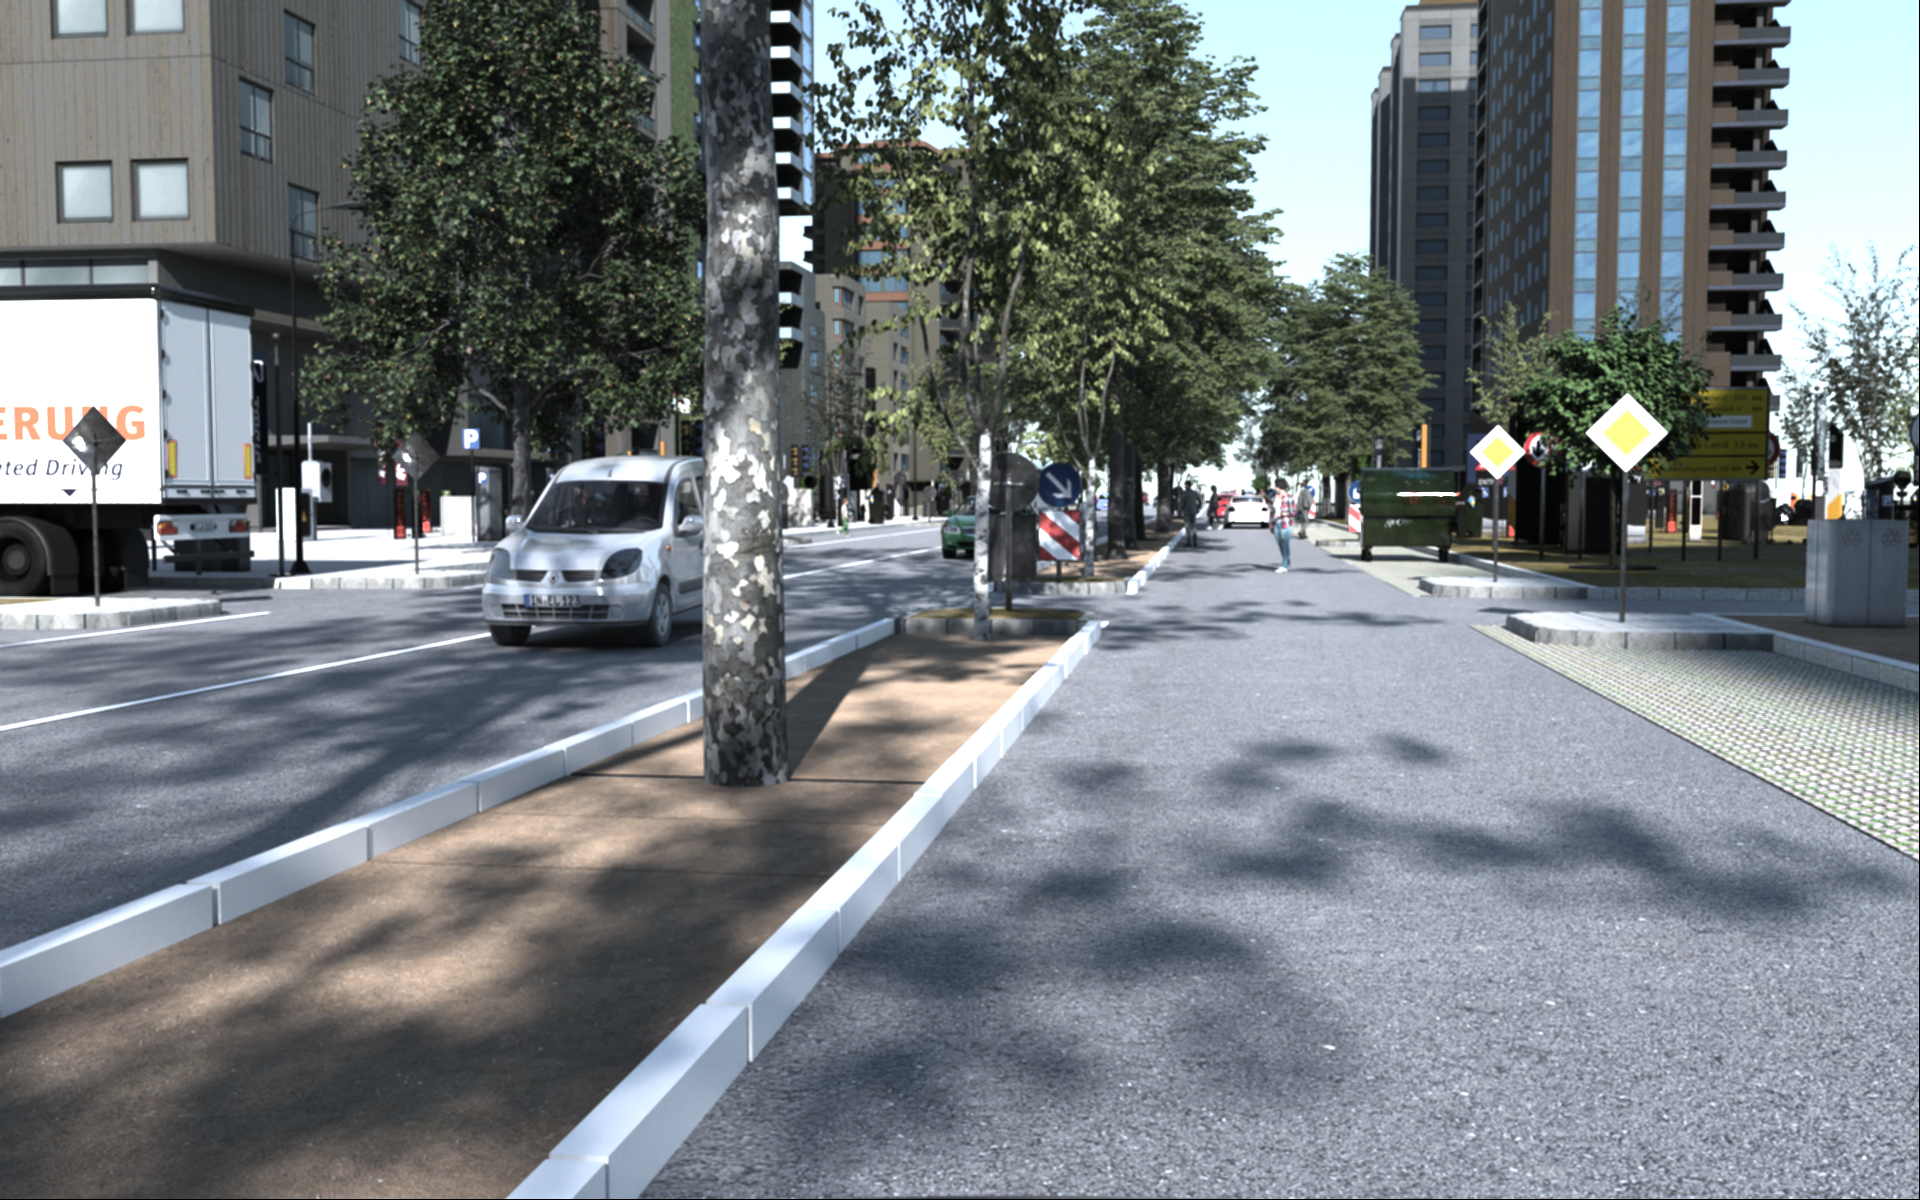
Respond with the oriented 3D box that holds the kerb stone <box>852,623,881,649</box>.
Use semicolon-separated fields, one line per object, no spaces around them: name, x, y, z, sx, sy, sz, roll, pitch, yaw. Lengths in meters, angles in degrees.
kerb stone;-0.924;0.358;16.350;0.120;0.150;1.000;1;4;8

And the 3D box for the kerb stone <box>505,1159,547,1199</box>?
kerb stone;-0.813;1.184;2.843;0.120;0.150;1.000;1;4;8

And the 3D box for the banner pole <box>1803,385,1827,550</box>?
banner pole;19.896;-3.065;40.137;0.863;3.779;0.401;-3;5;-44

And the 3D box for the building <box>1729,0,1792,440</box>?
building;44.994;-28.412;114.652;14.600;45.320;14.200;1;4;8

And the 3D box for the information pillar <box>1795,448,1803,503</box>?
information pillar;42.609;-5.907;87.928;0.504;3.616;0.183;-2;4;-34

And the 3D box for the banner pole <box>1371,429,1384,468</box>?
banner pole;15.869;-4.650;66.048;0.401;3.779;0.863;-2;4;-26

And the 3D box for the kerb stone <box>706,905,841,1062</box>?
kerb stone;-0.510;1.060;4.870;0.120;0.150;1.000;1;4;8

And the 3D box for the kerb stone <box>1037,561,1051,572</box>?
kerb stone;1.580;-0.670;33.181;0.120;0.150;1.000;1;4;8

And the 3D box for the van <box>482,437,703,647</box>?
van;-3.425;-0.649;17.624;2.013;2.044;4.112;0;4;7

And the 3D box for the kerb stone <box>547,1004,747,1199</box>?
kerb stone;-0.667;1.122;3.859;0.120;0.150;1.000;1;4;8

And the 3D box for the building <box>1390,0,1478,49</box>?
building;62.826;-40.886;210.492;21.231;58.520;28.212;1;4;8

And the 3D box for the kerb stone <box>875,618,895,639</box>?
kerb stone;-0.781;0.296;17.363;0.120;0.150;1.000;1;4;8

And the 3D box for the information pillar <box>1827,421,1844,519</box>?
information pillar;28.132;-3.934;55.679;0.183;3.616;0.504;-2;4;-25

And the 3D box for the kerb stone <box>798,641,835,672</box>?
kerb stone;-1.224;0.482;14.322;0.120;0.150;1.000;1;4;8

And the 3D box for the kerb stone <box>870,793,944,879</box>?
kerb stone;-0.210;0.941;6.901;0.120;0.150;1.000;1;4;8

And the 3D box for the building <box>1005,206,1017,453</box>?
building;-3.663;-36.083;244.576;22.147;44.769;28.867;1;4;8

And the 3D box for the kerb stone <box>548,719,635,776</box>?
kerb stone;-1.979;0.791;9.264;0.120;0.150;1.000;1;4;8

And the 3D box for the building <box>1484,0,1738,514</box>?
building;47.447;-29.266;128.617;14.600;45.320;14.200;1;4;8

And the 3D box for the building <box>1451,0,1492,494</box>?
building;52.916;-43.220;144.899;20.563;71.187;20.611;1;4;8

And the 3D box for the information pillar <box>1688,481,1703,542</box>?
information pillar;19.638;-2.554;46.246;0.304;2.012;0.304;1;4;15

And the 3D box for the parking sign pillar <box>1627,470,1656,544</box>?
parking sign pillar;17.151;-3.460;45.048;1.447;3.967;1.447;0;4;-2

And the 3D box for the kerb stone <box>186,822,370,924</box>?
kerb stone;-2.429;0.977;6.223;0.120;0.150;1.000;1;4;8

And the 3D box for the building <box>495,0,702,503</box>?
building;-22.693;-25.004;92.403;14.154;41.232;14.086;1;4;8

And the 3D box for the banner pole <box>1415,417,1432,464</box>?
banner pole;15.106;-4.061;56.414;0.401;3.779;0.863;-2;4;-27

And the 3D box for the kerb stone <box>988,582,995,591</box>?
kerb stone;0.509;-0.236;26.059;0.120;0.150;1.000;1;4;8

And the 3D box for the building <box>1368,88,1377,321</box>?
building;67.061;-42.604;238.573;21.231;58.520;28.212;1;4;8

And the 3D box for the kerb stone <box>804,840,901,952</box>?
kerb stone;-0.360;1.001;5.889;0.120;0.150;1.000;1;4;8

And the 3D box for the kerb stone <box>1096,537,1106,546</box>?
kerb stone;3.988;-1.663;49.387;0.120;0.150;1.000;1;4;8

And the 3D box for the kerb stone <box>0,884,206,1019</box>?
kerb stone;-2.585;1.040;5.196;0.120;0.150;1.000;1;4;8

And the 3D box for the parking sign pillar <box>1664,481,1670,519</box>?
parking sign pillar;36.642;-6.254;90.731;1.447;3.967;1.447;-3;4;-38

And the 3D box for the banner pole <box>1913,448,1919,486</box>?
banner pole;37.364;-4.734;67.415;0.401;3.779;0.863;0;4;-6

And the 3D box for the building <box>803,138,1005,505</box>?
building;-7.447;-34.335;216.008;22.147;44.769;28.867;1;4;8

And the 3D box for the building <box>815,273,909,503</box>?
building;-20.667;-18.795;152.330;27.650;21.520;28.899;1;4;8

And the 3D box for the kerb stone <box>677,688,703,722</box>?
kerb stone;-1.672;0.668;11.286;0.120;0.150;1.000;1;4;8

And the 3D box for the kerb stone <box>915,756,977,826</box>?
kerb stone;-0.064;0.875;7.912;0.120;0.150;1.000;1;4;8

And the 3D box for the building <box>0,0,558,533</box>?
building;-33.228;-29.072;64.560;28.713;52.752;27.495;1;4;8

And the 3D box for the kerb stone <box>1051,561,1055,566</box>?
kerb stone;1.719;-0.733;34.198;0.120;0.150;1.000;1;4;8

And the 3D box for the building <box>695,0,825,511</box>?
building;-21.963;-49.378;120.001;22.319;86.520;31.000;1;4;8

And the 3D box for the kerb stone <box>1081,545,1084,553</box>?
kerb stone;3.235;-1.351;44.333;0.120;0.150;1.000;1;4;8

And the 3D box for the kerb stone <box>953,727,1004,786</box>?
kerb stone;0.090;0.812;8.923;0.120;0.150;1.000;1;4;8

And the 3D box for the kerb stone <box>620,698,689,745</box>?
kerb stone;-1.831;0.731;10.276;0.120;0.150;1.000;1;4;8

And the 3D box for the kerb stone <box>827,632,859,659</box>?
kerb stone;-1.083;0.420;15.336;0.120;0.150;1.000;1;4;8

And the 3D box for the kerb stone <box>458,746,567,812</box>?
kerb stone;-2.131;0.855;8.250;0.120;0.150;1.000;1;4;8

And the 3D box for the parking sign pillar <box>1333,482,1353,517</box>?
parking sign pillar;21.200;-6.506;94.845;1.447;3.967;1.447;-1;4;-19

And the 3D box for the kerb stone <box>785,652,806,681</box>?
kerb stone;-1.377;0.543;13.311;0.120;0.150;1.000;1;4;8

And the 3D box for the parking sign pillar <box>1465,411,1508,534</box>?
parking sign pillar;16.938;-4.110;55.663;1.447;3.967;1.447;3;5;43

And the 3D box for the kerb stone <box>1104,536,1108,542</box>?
kerb stone;4.127;-1.722;50.401;0.120;0.150;1.000;1;4;8

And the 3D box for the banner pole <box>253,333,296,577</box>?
banner pole;-10.833;-2.260;26.962;0.863;3.779;0.401;0;4;-3

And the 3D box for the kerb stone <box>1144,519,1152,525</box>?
kerb stone;9.099;-3.770;83.837;0.120;0.150;1.000;1;4;8

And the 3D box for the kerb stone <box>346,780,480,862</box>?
kerb stone;-2.286;0.919;7.236;0.120;0.150;1.000;1;4;8

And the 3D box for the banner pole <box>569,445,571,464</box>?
banner pole;-13.486;-4.276;59.934;0.401;3.779;0.863;-1;4;-16

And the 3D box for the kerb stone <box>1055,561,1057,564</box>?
kerb stone;1.879;-0.796;35.207;0.120;0.150;1.000;1;4;8

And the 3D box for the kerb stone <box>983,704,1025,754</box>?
kerb stone;0.242;0.750;9.940;0.120;0.150;1.000;1;4;8
